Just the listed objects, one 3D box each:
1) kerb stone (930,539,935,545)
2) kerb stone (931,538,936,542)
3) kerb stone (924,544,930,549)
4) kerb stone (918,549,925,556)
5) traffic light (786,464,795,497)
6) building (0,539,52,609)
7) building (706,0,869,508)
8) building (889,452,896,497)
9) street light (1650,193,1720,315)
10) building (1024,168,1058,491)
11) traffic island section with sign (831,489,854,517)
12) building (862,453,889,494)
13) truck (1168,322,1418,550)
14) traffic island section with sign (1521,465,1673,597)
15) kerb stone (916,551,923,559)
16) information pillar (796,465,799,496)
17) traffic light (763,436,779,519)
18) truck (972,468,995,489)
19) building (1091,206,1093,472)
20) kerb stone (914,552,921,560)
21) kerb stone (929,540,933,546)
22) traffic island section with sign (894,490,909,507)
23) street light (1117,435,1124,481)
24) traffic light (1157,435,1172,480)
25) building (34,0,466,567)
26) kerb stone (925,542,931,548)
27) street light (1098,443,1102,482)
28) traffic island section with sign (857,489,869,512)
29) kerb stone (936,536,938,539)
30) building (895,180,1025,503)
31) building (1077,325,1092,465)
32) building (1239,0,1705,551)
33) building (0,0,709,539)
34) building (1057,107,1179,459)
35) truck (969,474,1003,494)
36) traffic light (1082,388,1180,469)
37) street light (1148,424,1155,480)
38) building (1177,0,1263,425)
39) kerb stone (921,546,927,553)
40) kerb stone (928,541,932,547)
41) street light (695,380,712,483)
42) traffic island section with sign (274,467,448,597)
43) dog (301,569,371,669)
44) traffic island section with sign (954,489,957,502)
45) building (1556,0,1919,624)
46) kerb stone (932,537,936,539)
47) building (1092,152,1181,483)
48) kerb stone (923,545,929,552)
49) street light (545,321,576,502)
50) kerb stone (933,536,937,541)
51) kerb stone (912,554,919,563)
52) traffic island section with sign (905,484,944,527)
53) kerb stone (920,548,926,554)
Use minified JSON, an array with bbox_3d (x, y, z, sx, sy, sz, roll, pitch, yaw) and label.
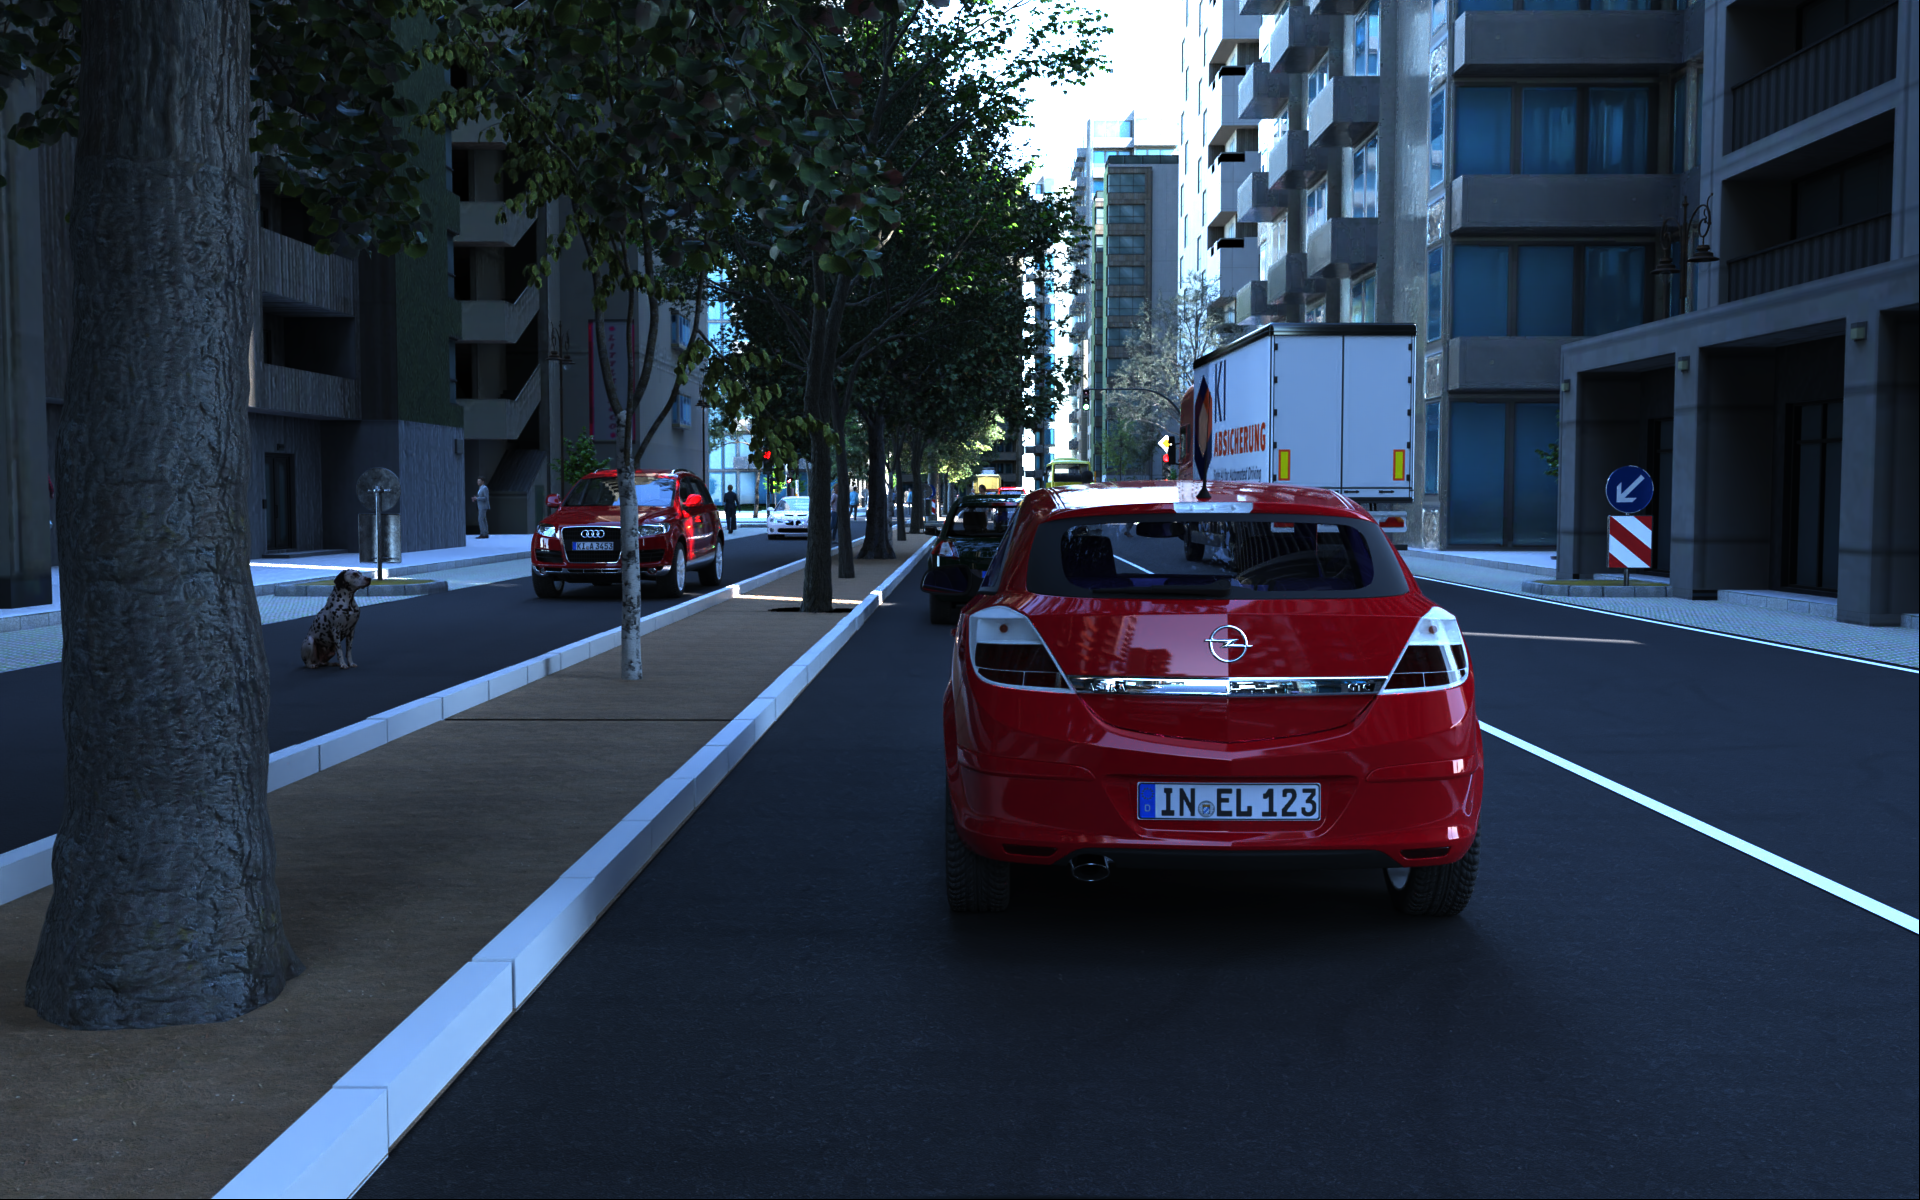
[{"bbox_3d":[-0.814,-1.473,46.311,0.120,0.150,1.000,0,4,1],"label":"kerb stone"},{"bbox_3d":[-0.809,-1.537,47.333,0.120,0.150,1.000,0,4,1],"label":"kerb stone"},{"bbox_3d":[-0.864,-1.217,42.201,0.120,0.150,1.000,0,4,1],"label":"kerb stone"},{"bbox_3d":[-0.912,-0.973,38.100,0.120,0.150,1.000,0,4,1],"label":"kerb stone"},{"bbox_3d":[-6.074,-6.605,82.653,4.771,5.953,1.251,0,4,1],"label":"traffic light"},{"bbox_3d":[-21.358,-23.527,8.368,21.300,48.544,21.600,0,4,1],"label":"building"},{"bbox_3d":[-20.277,-33.819,172.550,23.786,49.044,30.456,0,4,1],"label":"building"},{"bbox_3d":[-19.082,-48.006,223.150,20.611,71.187,20.563,0,4,1],"label":"building"},{"bbox_3d":[11.228,-3.314,26.979,0.468,5.910,1.993,0,4,1],"label":"street light"},{"bbox_3d":[24.597,-38.631,251.230,30.456,49.044,23.786,0,4,1],"label":"building"},{"bbox_3d":[-7.602,-6.042,107.407,1.989,1.847,2.006,0,4,1],"label":"traffic island section with sign"},{"bbox_3d":[-15.488,-31.290,195.192,14.154,41.232,14.086,0,4,1],"label":"building"},{"bbox_3d":[6.126,-2.753,33.930,2.839,4.237,11.283,0,4,-1],"label":"truck"},{"bbox_3d":[9.185,-0.989,24.792,1.989,1.847,2.006,0,4,1],"label":"traffic island section with sign"},{"bbox_3d":[-0.932,-0.910,37.074,0.120,0.150,1.000,0,4,1],"label":"kerb stone"},{"bbox_3d":[-9.533,-6.736,101.483,0.183,3.616,0.504,0,4,7],"label":"information pillar"},{"bbox_3d":[-8.257,-5.244,74.656,0.839,4.253,0.868,0,4,1],"label":"traffic light"},{"bbox_3d":[2.607,-12.214,188.605,2.839,4.237,11.283,0,4,2],"label":"truck"},{"bbox_3d":[19.565,-24.177,166.994,14.160,30.474,14.107,0,4,1],"label":"building"},{"bbox_3d":[-0.941,-0.845,36.048,0.120,0.150,1.000,0,4,1],"label":"kerb stone"},{"bbox_3d":[-0.836,-1.412,45.284,0.120,0.150,1.000,0,4,1],"label":"kerb stone"},{"bbox_3d":[-6.725,-10.795,185.122,1.989,1.847,2.006,0,4,1],"label":"traffic island section with sign"},{"bbox_3d":[12.418,-9.853,133.881,0.468,5.910,1.993,0,4,1],"label":"street light"},{"bbox_3d":[9.794,-5.721,82.455,0.839,4.253,0.868,0,4,1],"label":"traffic light"},{"bbox_3d":[-19.192,-16.086,34.703,14.160,30.474,14.107,0,4,1],"label":"building"},{"bbox_3d":[-0.862,-1.285,43.226,0.120,0.150,1.000,0,4,1],"label":"kerb stone"},{"bbox_3d":[12.711,-11.257,156.841,0.468,5.910,1.993,0,4,1],"label":"street light"},{"bbox_3d":[-7.293,-7.712,134.725,1.989,1.847,2.006,0,4,1],"label":"traffic island section with sign"},{"bbox_3d":[-0.771,-1.726,50.410,0.120,0.150,1.000,0,4,1],"label":"kerb stone"},{"bbox_3d":[-1.643,-38.371,251.059,21.600,48.544,21.300,0,4,1],"label":"building"},{"bbox_3d":[27.369,-21.016,188.644,27.650,21.520,28.899,0,4,1],"label":"building"},{"bbox_3d":[20.475,-26.339,50.247,23.786,49.044,30.456,0,4,1],"label":"building"},{"bbox_3d":[-21.399,-26.834,62.438,21.600,48.544,21.300,0,4,1],"label":"building"},{"bbox_3d":[25.237,-36.582,217.722,23.786,49.044,30.456,0,4,1],"label":"building"},{"bbox_3d":[2.629,-10.630,169.729,3.469,3.379,9.791,0,4,0],"label":"truck"},{"bbox_3d":[7.611,-6.097,74.353,4.771,5.953,1.251,0,4,1],"label":"traffic light"},{"bbox_3d":[12.238,-8.422,110.485,0.468,5.910,1.993,0,4,1],"label":"street light"},{"bbox_3d":[30.113,-32.491,120.468,28.713,52.752,27.495,0,4,1],"label":"building"},{"bbox_3d":[-0.896,-1.098,40.145,0.120,0.150,1.000,0,4,1],"label":"kerb stone"},{"bbox_3d":[-0.853,-1.349,44.248,0.120,0.150,1.000,0,4,1],"label":"kerb stone"},{"bbox_3d":[-10.369,-5.952,70.095,0.468,5.910,1.993,0,4,1],"label":"street light"},{"bbox_3d":[-8.531,-1.001,24.990,1.989,1.847,2.006,0,4,1],"label":"traffic island section with sign"},{"bbox_3d":[-5.237,0.147,14.434,0.513,0.831,0.800,-2,4,-29],"label":"dog"},{"bbox_3d":[-0.613,-9.135,157.490,2.006,1.907,1.989,0,4,1],"label":"traffic island section with sign"},{"bbox_3d":[19.955,-35.343,16.104,20.563,71.187,20.611,0,4,1],"label":"building"},{"bbox_3d":[-0.800,-1.600,48.362,0.120,0.150,1.000,0,4,1],"label":"kerb stone"},{"bbox_3d":[19.278,-23.159,150.353,14.160,30.474,14.107,0,4,1],"label":"building"},{"bbox_3d":[-0.883,-1.159,41.173,0.120,0.150,1.000,0,4,1],"label":"kerb stone"},{"bbox_3d":[-10.648,-4.497,46.318,0.468,5.910,1.993,0,4,1],"label":"street light"},{"bbox_3d":[-0.787,-1.663,49.384,0.120,0.150,1.000,0,4,1],"label":"kerb stone"},{"bbox_3d":[-0.948,-0.784,35.022,0.120,0.150,1.000,0,4,1],"label":"kerb stone"},{"bbox_3d":[-1.545,-4.086,74.950,2.006,1.907,1.989,0,4,1],"label":"traffic island section with sign"},{"bbox_3d":[-0.907,-1.035,39.121,0.120,0.150,1.000,0,4,1],"label":"kerb stone"}]
